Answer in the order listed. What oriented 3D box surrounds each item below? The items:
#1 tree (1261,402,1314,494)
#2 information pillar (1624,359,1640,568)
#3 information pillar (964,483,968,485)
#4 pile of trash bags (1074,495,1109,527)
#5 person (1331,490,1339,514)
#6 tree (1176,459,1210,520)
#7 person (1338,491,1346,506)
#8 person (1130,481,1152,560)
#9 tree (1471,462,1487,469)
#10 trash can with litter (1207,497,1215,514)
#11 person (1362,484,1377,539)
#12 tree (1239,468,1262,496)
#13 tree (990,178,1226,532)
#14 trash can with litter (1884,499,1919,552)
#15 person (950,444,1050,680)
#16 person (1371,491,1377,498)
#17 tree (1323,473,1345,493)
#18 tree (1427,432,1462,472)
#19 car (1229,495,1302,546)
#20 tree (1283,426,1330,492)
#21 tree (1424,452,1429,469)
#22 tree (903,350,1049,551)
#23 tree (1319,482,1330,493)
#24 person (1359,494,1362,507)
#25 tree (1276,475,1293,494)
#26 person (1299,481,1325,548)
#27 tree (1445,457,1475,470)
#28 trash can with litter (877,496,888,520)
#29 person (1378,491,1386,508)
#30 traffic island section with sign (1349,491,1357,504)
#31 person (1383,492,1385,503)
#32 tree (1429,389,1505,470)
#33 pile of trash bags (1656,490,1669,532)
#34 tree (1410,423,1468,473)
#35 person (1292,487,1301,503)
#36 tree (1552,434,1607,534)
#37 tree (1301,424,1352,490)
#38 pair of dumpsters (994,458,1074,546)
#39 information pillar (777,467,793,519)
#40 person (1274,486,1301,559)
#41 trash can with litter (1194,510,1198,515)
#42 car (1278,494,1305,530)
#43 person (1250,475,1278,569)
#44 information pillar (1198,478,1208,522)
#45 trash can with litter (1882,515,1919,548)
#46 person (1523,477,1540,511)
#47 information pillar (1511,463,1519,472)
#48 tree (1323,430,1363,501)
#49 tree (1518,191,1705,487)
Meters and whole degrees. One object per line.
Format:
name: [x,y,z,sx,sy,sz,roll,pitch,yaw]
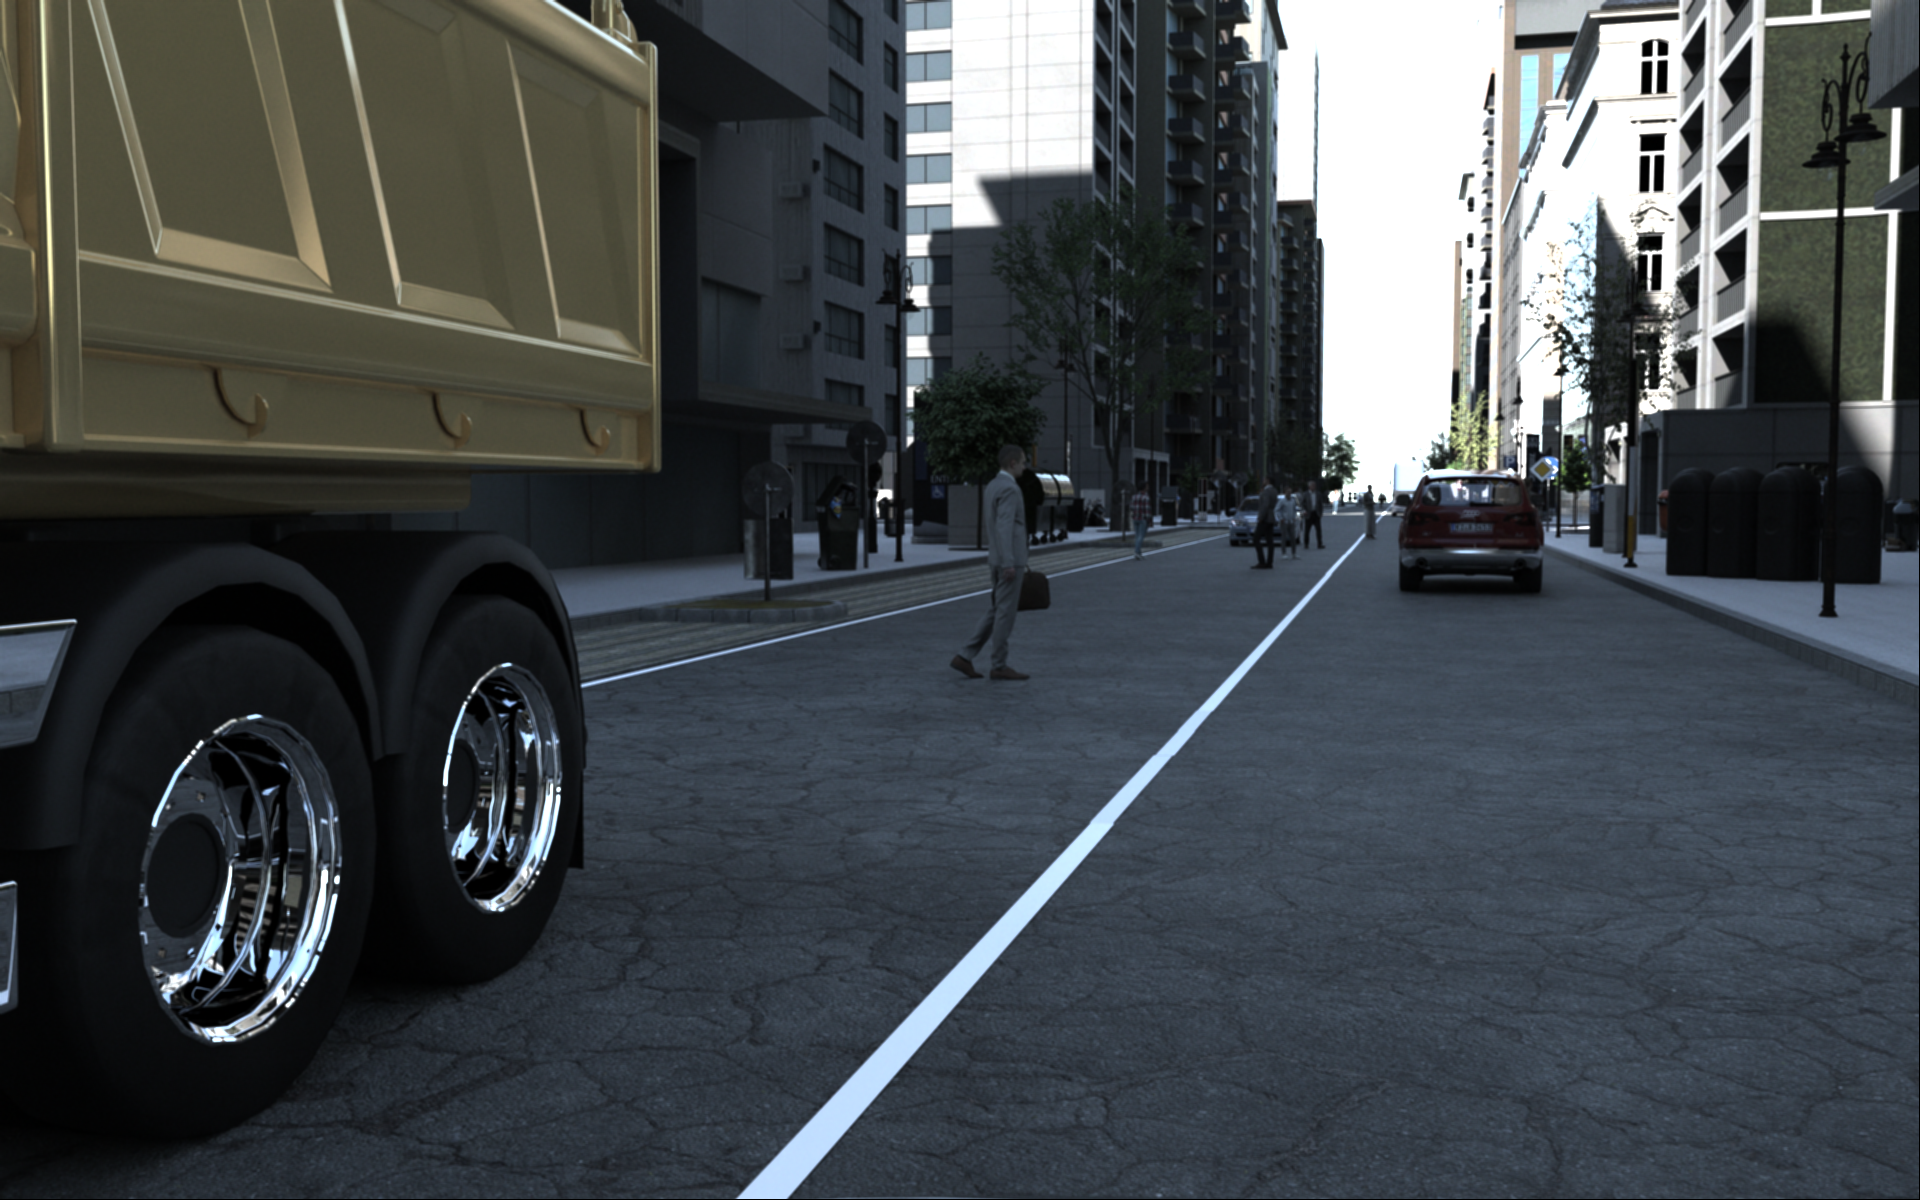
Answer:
tree: [25.751,-11.463,137.789,4.360,8.622,3.978,0,3,0]
information pillar: [11.817,-2.387,30.385,0.183,3.616,0.504,2,4,28]
information pillar: [0.206,-6.171,92.247,0.183,3.616,0.504,3,5,43]
pile of trash bags: [4.644,-3.618,68.906,1.912,1.369,3.447,-1,4,-10]
person: [27.206,-7.123,125.548,0.593,1.750,0.643,2,4,26]
tree: [11.652,-5.668,87.273,1.663,3.219,1.824,0,3,0]
person: [44.072,-11.684,199.613,1.350,1.814,0.705,-3,4,-39]
person: [3.944,-1.750,37.947,0.643,1.720,0.563,-3,4,-36]
tree: [31.286,-6.749,104.954,1.663,3.219,1.824,0,3,0]
trash can with litter: [15.975,-6.018,109.780,0.624,1.170,1.055,-3,5,-43]
person: [13.105,-2.832,55.348,0.519,1.759,0.362,-3,4,-36]
tree: [19.407,-7.481,116.912,1.663,3.219,1.824,0,3,0]
tree: [5.138,-8.129,58.671,9.928,11.665,9.643,0,3,0]
trash can with litter: [21.073,-1.665,38.611,1.055,1.170,0.624,-3,5,-42]
person: [0.361,-0.292,13.387,0.853,1.813,0.709,-1,4,-17]
person: [49.162,-12.144,207.019,1.348,1.831,0.705,1,4,13]
tree: [55.979,-16.870,259.529,4.285,4.588,4.351,0,3,0]
tree: [56.991,-15.407,202.270,4.360,8.622,3.978,0,3,0]
car: [8.686,-2.265,49.038,2.014,1.417,4.499,1,4,15]
tree: [39.225,-14.849,193.138,4.737,8.622,4.395,0,3,0]
tree: [59.228,-16.041,212.637,4.737,8.622,4.395,0,3,0]
tree: [0.365,-3.423,39.678,4.285,4.588,4.351,0,3,0]
tree: [52.151,-15.399,246.371,1.663,3.219,1.824,0,3,0]
person: [44.287,-10.971,191.095,0.599,1.433,0.991,0,4,5]
tree: [29.939,-10.130,160.228,1.663,3.219,1.824,0,3,0]
person: [9.262,-2.232,45.389,0.661,1.777,0.834,-1,4,-16]
tree: [44.136,-10.326,152.535,4.285,4.588,4.351,0,3,0]
trash can with litter: [-4.059,-4.589,86.424,1.055,1.170,0.624,2,4,26]
person: [43.180,-10.270,177.199,0.721,1.735,1.217,-2,4,-30]
traffic island section with sign: [57.392,-15.036,254.459,1.989,1.847,2.006,1,4,14]
person: [67.784,-16.399,276.556,0.705,1.831,1.348,1,4,15]
tree: [35.609,-10.406,120.494,4.737,8.622,4.395,0,3,0]
pile of trash bags: [16.895,-1.755,38.454,3.447,1.369,1.912,-1,4,-22]
tree: [63.286,-17.996,228.643,8.767,10.594,7.601,1,4,15]
person: [15.187,-4.224,78.138,0.480,1.755,0.524,0,4,0]
tree: [19.971,-3.776,56.346,1.663,3.219,1.824,0,3,0]
tree: [47.847,-17.851,226.271,7.601,10.594,8.767,2,4,32]
pair of dumpsters: [1.835,-2.602,45.034,1.574,2.255,4.437,1,4,14]
information pillar: [-4.689,-2.566,46.439,0.304,2.012,0.304,2,4,34]
person: [7.232,-1.710,38.268,0.589,1.601,0.330,-1,4,-13]
trash can with litter: [14.285,-5.852,107.068,1.055,1.170,0.624,-2,4,-25]
car: [12.579,-3.565,68.069,2.009,1.686,4.222,1,4,13]
person: [5.870,-1.510,33.378,0.592,1.802,0.473,-3,5,-44]
information pillar: [11.275,-4.645,80.435,0.304,2.012,0.304,-2,4,-29]
trash can with litter: [22.811,-1.862,41.508,2.233,1.210,1.678,-1,4,-9]
person: [11.051,-1.512,33.770,0.519,1.759,0.362,2,4,31]
information pillar: [34.523,-7.131,107.942,0.504,3.616,0.183,1,4,9]
tree: [67.380,-23.684,305.362,7.486,12.596,7.792,0,3,0]
tree: [16.058,-5.668,43.030,4.360,8.622,3.978,0,3,0]
